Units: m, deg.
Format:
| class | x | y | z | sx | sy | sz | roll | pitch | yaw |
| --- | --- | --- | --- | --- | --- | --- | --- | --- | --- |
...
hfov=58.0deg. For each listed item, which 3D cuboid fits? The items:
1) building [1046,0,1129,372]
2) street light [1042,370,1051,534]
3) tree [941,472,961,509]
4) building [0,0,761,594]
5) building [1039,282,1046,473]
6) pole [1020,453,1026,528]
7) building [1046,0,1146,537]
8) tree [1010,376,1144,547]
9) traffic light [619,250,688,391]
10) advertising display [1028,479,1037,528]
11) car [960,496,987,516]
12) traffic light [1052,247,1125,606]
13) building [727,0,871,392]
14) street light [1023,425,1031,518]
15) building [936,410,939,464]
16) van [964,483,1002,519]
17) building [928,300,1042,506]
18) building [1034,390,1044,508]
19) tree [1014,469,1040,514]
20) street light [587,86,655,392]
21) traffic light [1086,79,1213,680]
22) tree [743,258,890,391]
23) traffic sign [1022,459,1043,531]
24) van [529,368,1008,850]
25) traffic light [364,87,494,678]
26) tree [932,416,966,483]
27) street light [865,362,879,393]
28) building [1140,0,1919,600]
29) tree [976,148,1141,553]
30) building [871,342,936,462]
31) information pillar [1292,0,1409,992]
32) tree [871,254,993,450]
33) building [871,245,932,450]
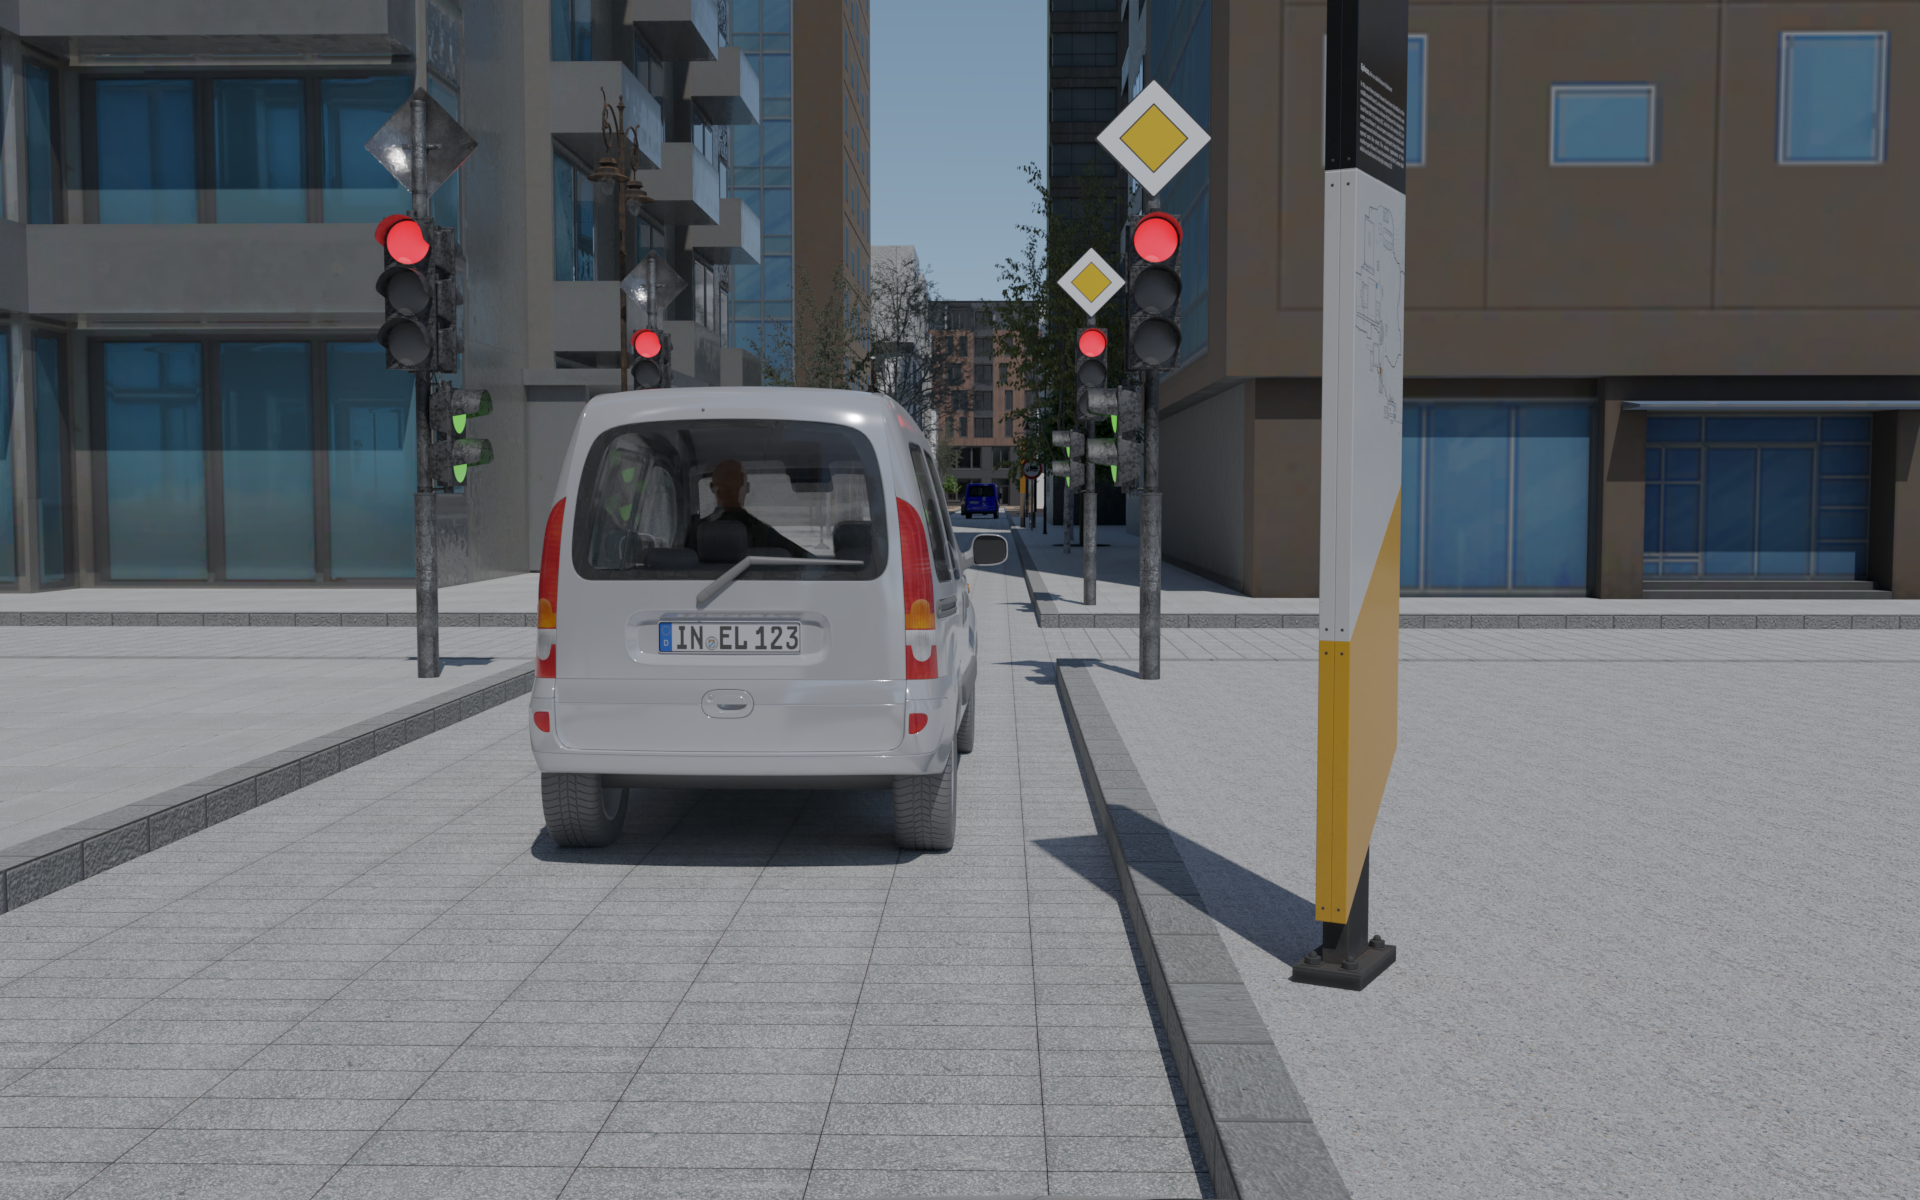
| class | x | y | z | sx | sy | sz | roll | pitch | yaw |
| --- | --- | --- | --- | --- | --- | --- | --- | --- | --- |
| building | 11.343 | -24.676 | 87.053 | 14.154 | 41.232 | 14.086 | 0 | 4 | 1 |
| street light | 2.720 | -5.046 | 55.288 | 0.468 | 5.910 | 1.993 | 0 | 4 | 1 |
| tree | -0.588 | -10.548 | 167.064 | 1.663 | 3.219 | 1.824 | 0 | 3 | 0 |
| building | -16.322 | -25.395 | 34.813 | 23.786 | 49.044 | 30.456 | 0 | 4 | 1 |
| building | 14.237 | -17.082 | 135.710 | 16.016 | 20.091 | 11.380 | 0 | 4 | 1 |
| pole | 2.401 | -4.427 | 66.232 | 0.158 | 3.312 | 0.155 | 0 | 3 | 0 |
| building | 14.845 | -45.890 | 62.969 | 22.319 | 86.520 | 31.000 | 0 | 4 | 1 |
| tree | 3.071 | -3.605 | 42.652 | 4.285 | 4.588 | 4.351 | 0 | 3 | 0 |
| traffic light | -3.520 | -1.900 | 19.986 | 0.839 | 4.253 | 0.868 | 0 | 4 | 1 |
| advertising display | 2.769 | -3.730 | 66.203 | 0.123 | 1.923 | 0.974 | -1 | 4 | -11 |
| car | 0.970 | -6.567 | 117.156 | 2.009 | 1.686 | 4.222 | 0 | 4 | 3 |
| traffic light | 1.481 | -1.894 | 19.888 | 0.839 | 4.253 | 0.868 | 0 | 4 | 1 |
| building | -11.177 | -25.823 | 72.323 | 14.600 | 45.320 | 14.200 | 0 | 4 | 1 |
| street light | 3.664 | -7.451 | 94.606 | 0.468 | 5.910 | 1.993 | 0 | 4 | 1 |
| building | -16.157 | -13.742 | 166.824 | 28.070 | 9.664 | 9.099 | 0 | 4 | 1 |
| van | 1.322 | -5.949 | 101.651 | 2.240 | 2.365 | 5.245 | 0 | 4 | 3 |
| building | 7.349 | -21.369 | 193.357 | 32.646 | 21.610 | 27.936 | 0 | 4 | 1 |
| building | 11.373 | -13.101 | 156.351 | 9.099 | 9.664 | 28.070 | 0 | 4 | 1 |
| tree | 4.083 | -7.150 | 111.497 | 1.663 | 3.219 | 1.824 | 0 | 3 | 0 |
| street light | -3.928 | -2.902 | 20.239 | 0.468 | 5.910 | 1.993 | 0 | 4 | 1 |
| traffic light | 1.298 | -1.406 | 11.905 | 0.839 | 4.253 | 0.868 | 0 | 4 | 1 |
| tree | -4.321 | -6.309 | 53.514 | 4.360 | 8.622 | 3.978 | 0 | 3 | 0 |
| traffic sign | 2.524 | -3.709 | 60.741 | 0.768 | 2.556 | 0.104 | 1 | 4 | 10 |
| van | -0.781 | -0.083 | 8.363 | 2.013 | 2.044 | 4.112 | 0 | 4 | 2 |
| traffic light | -3.703 | -1.412 | 12.003 | 0.839 | 4.253 | 0.868 | 0 | 4 | 1 |
| tree | -1.523 | -12.782 | 159.343 | 4.360 | 8.622 | 3.978 | 0 | 3 | 0 |
| street light | -3.024 | -5.364 | 60.483 | 0.468 | 5.910 | 1.993 | 0 | 4 | 1 |
| building | 10.458 | -23.011 | 26.338 | 14.200 | 45.320 | 14.600 | 0 | 4 | 1 |
| tree | 2.303 | -5.326 | 37.445 | 4.737 | 8.622 | 4.395 | 0 | 3 | 0 |
| building | -6.783 | -10.253 | 109.785 | 9.099 | 9.664 | 28.070 | 0 | 4 | 1 |
| information pillar | 1.076 | -0.811 | 4.615 | 0.183 | 3.616 | 0.504 | 2 | 4 | 29 |
| tree | -3.387 | -10.898 | 88.553 | 12.009 | 13.543 | 11.850 | 0 | 3 | 0 |
| building | -11.282 | -16.690 | 139.336 | 16.747 | 18.905 | 31.486 | 0 | 4 | 1 |
